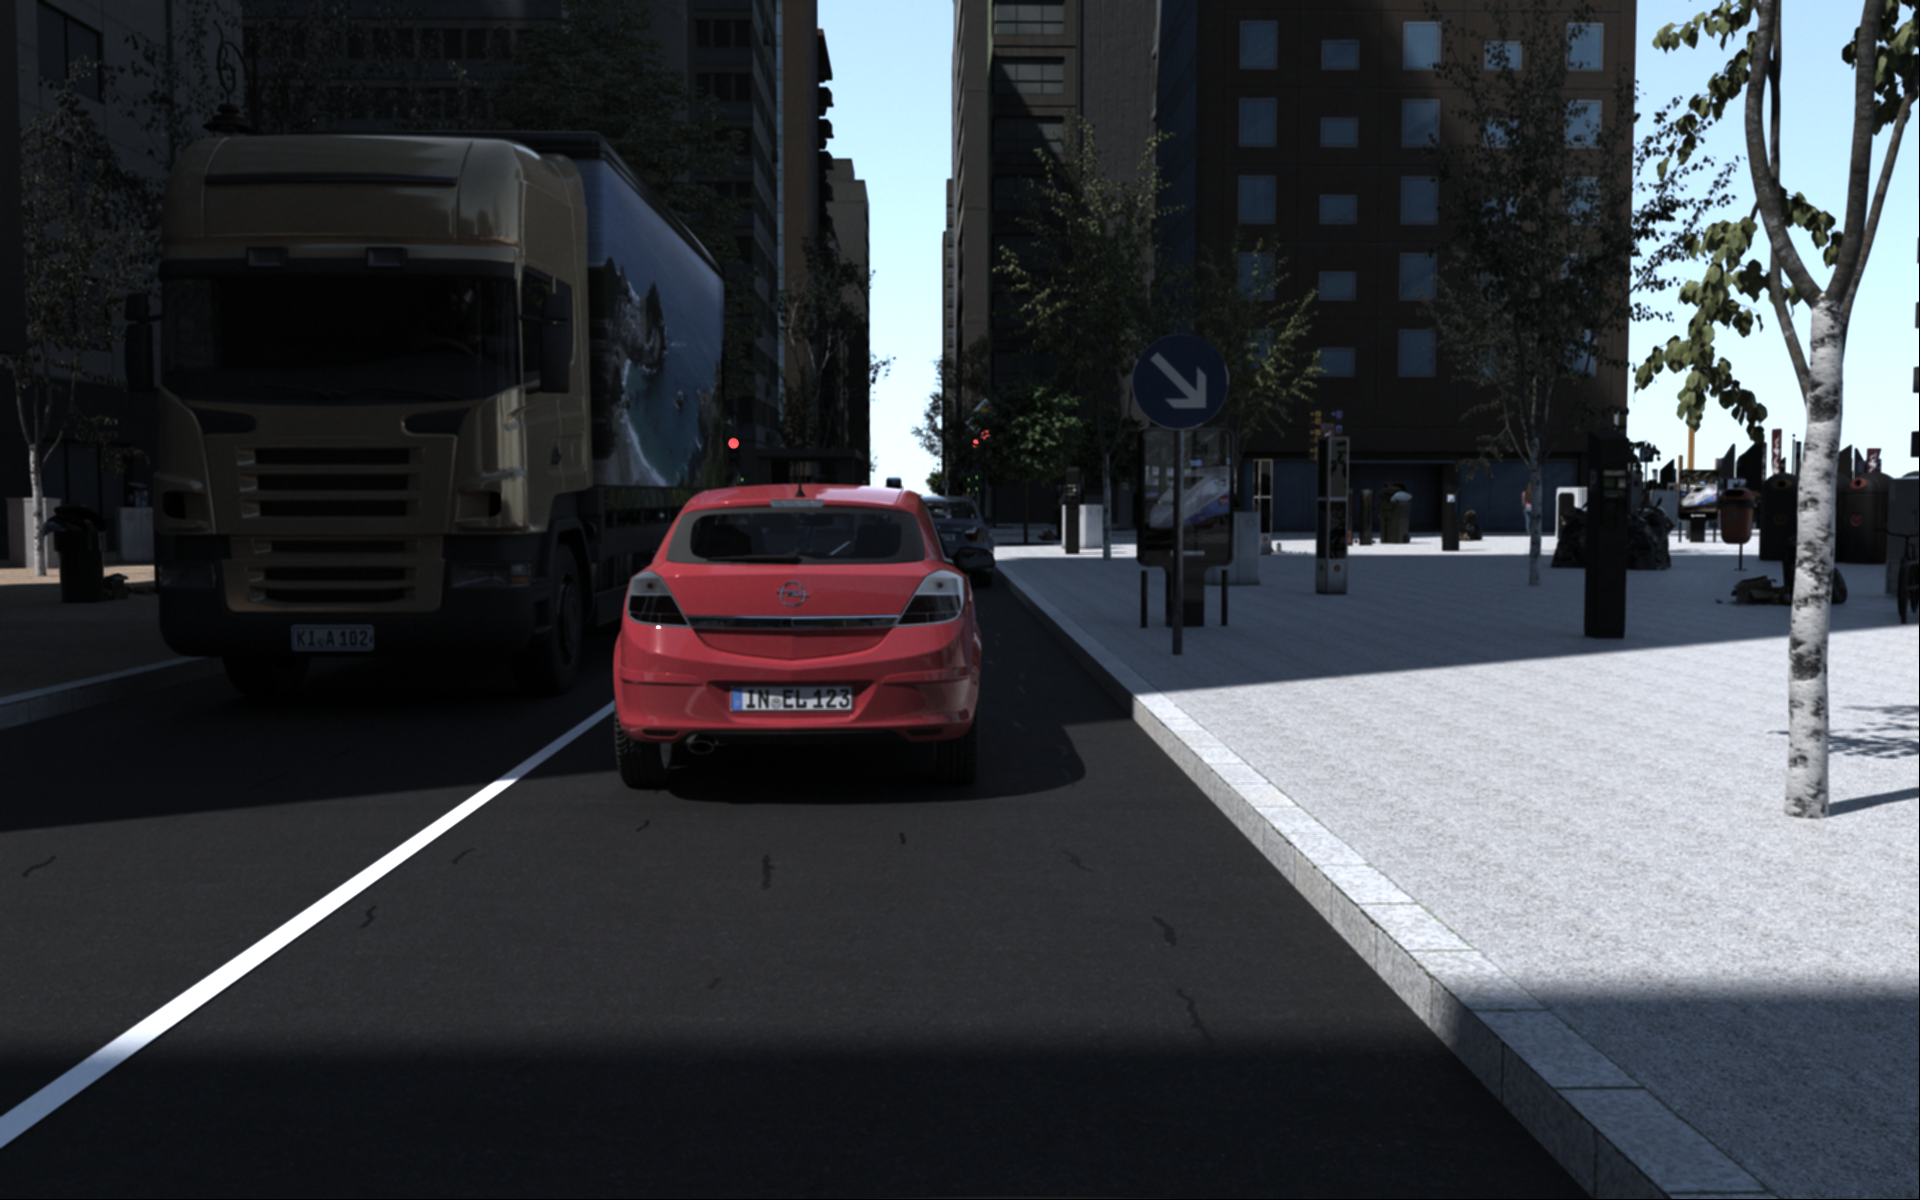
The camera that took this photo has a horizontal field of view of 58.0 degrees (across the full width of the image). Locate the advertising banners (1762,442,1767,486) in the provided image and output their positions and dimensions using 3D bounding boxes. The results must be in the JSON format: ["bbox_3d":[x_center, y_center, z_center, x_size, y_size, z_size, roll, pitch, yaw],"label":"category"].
[{"bbox_3d":[27.546,-3.836,58.904,0.090,3.025,2.074,3,5,40],"label":"advertising banners"}]

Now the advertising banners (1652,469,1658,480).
[{"bbox_3d":[49.023,-7.621,120.792,2.074,3.025,0.090,-1,4,-21],"label":"advertising banners"}]

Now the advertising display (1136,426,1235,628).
[{"bbox_3d":[2.177,-0.704,16.718,0.974,1.923,0.123,-1,4,-17],"label":"advertising display"}]

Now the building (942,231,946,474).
[{"bbox_3d":[4.001,-38.874,285.691,14.600,45.320,14.200,0,4,-1],"label":"building"}]

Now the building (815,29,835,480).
[{"bbox_3d":[-23.128,-30.993,161.364,22.147,44.769,28.867,0,4,-1],"label":"building"}]

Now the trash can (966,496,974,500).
[{"bbox_3d":[0.762,-6.472,117.468,0.748,1.137,0.748,0,3,0],"label":"trash can"}]

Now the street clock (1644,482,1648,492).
[{"bbox_3d":[39.687,-5.851,100.226,0.358,2.002,0.471,1,4,9],"label":"street clock"}]

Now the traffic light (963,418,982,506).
[{"bbox_3d":[0.531,-4.261,58.595,0.839,4.253,0.868,0,4,-1],"label":"traffic light"}]

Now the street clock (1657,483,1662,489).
[{"bbox_3d":[44.631,-6.496,110.772,0.358,2.002,0.471,-3,5,-44],"label":"street clock"}]

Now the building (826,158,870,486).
[{"bbox_3d":[-24.139,-38.470,252.679,21.300,48.544,21.600,0,4,-1],"label":"building"}]

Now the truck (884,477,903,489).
[{"bbox_3d":[-10.678,-17.804,280.851,2.967,4.110,18.799,0,4,-2],"label":"truck"}]

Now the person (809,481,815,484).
[{"bbox_3d":[-3.674,-1.942,40.924,0.598,1.740,0.731,2,4,28],"label":"person"}]

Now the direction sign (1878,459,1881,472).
[{"bbox_3d":[58.642,-7.294,111.251,0.876,3.537,0.379,2,4,35],"label":"direction sign"}]

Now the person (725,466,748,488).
[{"bbox_3d":[-3.734,-1.294,29.022,0.648,1.900,0.474,-3,5,-42],"label":"person"}]

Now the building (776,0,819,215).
[{"bbox_3d":[-18.728,-29.954,139.856,14.600,45.320,14.200,0,4,-1],"label":"building"}]

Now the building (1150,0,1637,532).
[{"bbox_3d":[14.982,-25.273,63.318,14.200,45.320,14.600,0,4,-1],"label":"building"}]

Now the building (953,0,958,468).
[{"bbox_3d":[9.775,-39.862,193.749,21.231,58.520,28.212,0,4,-1],"label":"building"}]

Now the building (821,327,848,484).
[{"bbox_3d":[-26.725,-21.149,190.825,27.650,21.520,28.899,0,4,-1],"label":"building"}]

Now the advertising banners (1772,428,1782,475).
[{"bbox_3d":[21.866,-3.024,45.627,0.090,3.025,2.074,0,4,-1],"label":"advertising banners"}]

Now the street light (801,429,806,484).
[{"bbox_3d":[-9.082,-7.807,100.429,0.468,5.910,1.993,0,4,-1],"label":"street light"}]

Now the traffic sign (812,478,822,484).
[{"bbox_3d":[-8.827,-6.409,106.916,0.606,2.300,0.079,0,4,3],"label":"traffic sign"}]

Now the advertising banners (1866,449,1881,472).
[{"bbox_3d":[34.009,-4.274,66.069,2.074,3.025,0.090,0,4,8],"label":"advertising banners"}]

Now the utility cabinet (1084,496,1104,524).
[{"bbox_3d":[5.668,-3.826,73.721,1.020,1.237,0.306,0,4,4],"label":"utility cabinet"}]

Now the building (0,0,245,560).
[{"bbox_3d":[-28.998,-36.560,36.011,20.611,71.187,20.563,0,4,-1],"label":"building"}]

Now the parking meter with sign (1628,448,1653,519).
[{"bbox_3d":[25.046,-4.177,64.563,1.738,3.016,0.543,-2,4,-33],"label":"parking meter with sign"}]

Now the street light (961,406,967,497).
[{"bbox_3d":[0.245,-7.225,90.909,0.468,5.910,1.993,0,4,-1],"label":"street light"}]

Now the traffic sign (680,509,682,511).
[{"bbox_3d":[-7.392,-2.805,45.961,0.768,2.556,0.104,0,4,2],"label":"traffic sign"}]

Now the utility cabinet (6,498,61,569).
[{"bbox_3d":[-16.048,-1.155,30.049,1.020,1.237,0.306,2,4,25],"label":"utility cabinet"}]

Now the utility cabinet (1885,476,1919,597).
[{"bbox_3d":[11.799,-0.769,21.256,0.318,1.500,1.173,0,4,3],"label":"utility cabinet"}]

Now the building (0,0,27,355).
[{"bbox_3d":[-16.240,-21.962,9.194,14.600,45.320,14.200,0,4,-1],"label":"building"}]

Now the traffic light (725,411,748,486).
[{"bbox_3d":[-7.577,-4.248,58.383,0.839,4.253,0.868,0,4,-1],"label":"traffic light"}]

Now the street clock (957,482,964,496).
[{"bbox_3d":[0.040,-6.237,106.552,0.471,2.002,0.358,0,4,6],"label":"street clock"}]

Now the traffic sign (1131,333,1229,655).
[{"bbox_3d":[1.742,-0.837,13.799,0.768,2.556,0.104,0,4,5],"label":"traffic sign"}]

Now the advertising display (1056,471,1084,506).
[{"bbox_3d":[3.098,-2.665,48.793,0.123,1.923,0.974,-3,5,-43],"label":"advertising display"}]

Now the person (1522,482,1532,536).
[{"bbox_3d":[17.804,-2.782,53.996,0.555,1.821,0.388,2,4,32],"label":"person"}]

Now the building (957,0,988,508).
[{"bbox_3d":[10.657,-32.065,147.957,21.300,48.544,21.600,0,4,-1],"label":"building"}]

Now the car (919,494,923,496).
[{"bbox_3d":[-2.893,-5.939,107.324,2.015,1.641,3.980,0,4,-3],"label":"car"}]

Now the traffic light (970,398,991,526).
[{"bbox_3d":[0.725,-3.773,50.612,0.839,4.253,0.868,0,4,-1],"label":"traffic light"}]

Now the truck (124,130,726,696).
[{"bbox_3d":[-4.008,-1.638,15.701,2.839,4.237,11.283,0,4,-1],"label":"truck"}]

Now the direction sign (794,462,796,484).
[{"bbox_3d":[-8.396,-5.889,88.281,0.379,3.537,0.876,-1,4,-11],"label":"direction sign"}]

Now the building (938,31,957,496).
[{"bbox_3d":[6.887,-50.724,267.594,20.563,71.187,20.611,0,4,-1],"label":"building"}]

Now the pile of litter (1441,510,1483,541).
[{"bbox_3d":[13.809,-2.074,47.876,1.719,0.858,1.176,-3,5,-40],"label":"pile of litter"}]

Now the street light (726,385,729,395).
[{"bbox_3d":[-8.010,-5.251,58.642,0.468,5.910,1.993,0,4,-1],"label":"street light"}]

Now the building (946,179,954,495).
[{"bbox_3d":[5.156,-33.230,226.905,14.154,41.232,14.086,0,4,-1],"label":"building"}]

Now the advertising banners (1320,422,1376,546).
[{"bbox_3d":[9.600,-2.858,42.917,2.074,3.025,0.090,-3,4,-37],"label":"advertising banners"}]

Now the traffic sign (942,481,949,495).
[{"bbox_3d":[-1.086,-7.764,129.070,0.606,2.300,0.079,0,4,8],"label":"traffic sign"}]

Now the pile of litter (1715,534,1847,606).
[{"bbox_3d":[9.682,-0.395,20.419,1.719,0.858,1.176,0,4,-8],"label":"pile of litter"}]

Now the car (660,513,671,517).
[{"bbox_3d":[-11.212,-2.564,54.282,4.827,1.381,2.083,0,4,-1],"label":"car"}]

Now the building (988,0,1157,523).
[{"bbox_3d":[8.259,-24.350,81.709,14.154,41.232,14.086,0,4,-1],"label":"building"}]

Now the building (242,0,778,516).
[{"bbox_3d":[-20.196,-23.112,69.764,32.217,40.220,23.993,0,4,-1],"label":"building"}]

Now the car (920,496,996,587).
[{"bbox_3d":[-0.399,-0.980,28.028,2.014,1.417,4.499,0,4,-2],"label":"car"}]

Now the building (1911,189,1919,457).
[{"bbox_3d":[52.382,-27.286,69.835,21.600,48.544,21.300,0,4,-1],"label":"building"}]

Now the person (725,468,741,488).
[{"bbox_3d":[-2.967,-0.881,23.252,0.599,1.781,0.374,0,4,4],"label":"person"}]

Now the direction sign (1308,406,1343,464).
[{"bbox_3d":[9.459,-3.232,44.847,0.876,3.537,0.379,0,4,3],"label":"direction sign"}]

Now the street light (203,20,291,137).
[{"bbox_3d":[-7.083,-2.738,17.560,0.468,5.910,1.993,0,4,-1],"label":"street light"}]

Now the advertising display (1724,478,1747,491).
[{"bbox_3d":[30.727,-3.879,68.635,0.974,1.923,0.123,-1,4,-16],"label":"advertising display"}]

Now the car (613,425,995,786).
[{"bbox_3d":[-0.844,-0.060,10.022,2.155,1.783,4.494,0,4,-2],"label":"car"}]

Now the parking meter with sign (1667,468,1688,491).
[{"bbox_3d":[48.562,-7.445,117.979,1.738,3.016,0.543,2,4,31],"label":"parking meter with sign"}]

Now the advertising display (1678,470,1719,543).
[{"bbox_3d":[19.580,-2.491,45.940,0.974,1.923,0.123,1,4,18],"label":"advertising display"}]

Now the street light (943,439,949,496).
[{"bbox_3d":[-0.896,-9.822,133.377,0.468,5.910,1.993,0,4,-1],"label":"street light"}]
